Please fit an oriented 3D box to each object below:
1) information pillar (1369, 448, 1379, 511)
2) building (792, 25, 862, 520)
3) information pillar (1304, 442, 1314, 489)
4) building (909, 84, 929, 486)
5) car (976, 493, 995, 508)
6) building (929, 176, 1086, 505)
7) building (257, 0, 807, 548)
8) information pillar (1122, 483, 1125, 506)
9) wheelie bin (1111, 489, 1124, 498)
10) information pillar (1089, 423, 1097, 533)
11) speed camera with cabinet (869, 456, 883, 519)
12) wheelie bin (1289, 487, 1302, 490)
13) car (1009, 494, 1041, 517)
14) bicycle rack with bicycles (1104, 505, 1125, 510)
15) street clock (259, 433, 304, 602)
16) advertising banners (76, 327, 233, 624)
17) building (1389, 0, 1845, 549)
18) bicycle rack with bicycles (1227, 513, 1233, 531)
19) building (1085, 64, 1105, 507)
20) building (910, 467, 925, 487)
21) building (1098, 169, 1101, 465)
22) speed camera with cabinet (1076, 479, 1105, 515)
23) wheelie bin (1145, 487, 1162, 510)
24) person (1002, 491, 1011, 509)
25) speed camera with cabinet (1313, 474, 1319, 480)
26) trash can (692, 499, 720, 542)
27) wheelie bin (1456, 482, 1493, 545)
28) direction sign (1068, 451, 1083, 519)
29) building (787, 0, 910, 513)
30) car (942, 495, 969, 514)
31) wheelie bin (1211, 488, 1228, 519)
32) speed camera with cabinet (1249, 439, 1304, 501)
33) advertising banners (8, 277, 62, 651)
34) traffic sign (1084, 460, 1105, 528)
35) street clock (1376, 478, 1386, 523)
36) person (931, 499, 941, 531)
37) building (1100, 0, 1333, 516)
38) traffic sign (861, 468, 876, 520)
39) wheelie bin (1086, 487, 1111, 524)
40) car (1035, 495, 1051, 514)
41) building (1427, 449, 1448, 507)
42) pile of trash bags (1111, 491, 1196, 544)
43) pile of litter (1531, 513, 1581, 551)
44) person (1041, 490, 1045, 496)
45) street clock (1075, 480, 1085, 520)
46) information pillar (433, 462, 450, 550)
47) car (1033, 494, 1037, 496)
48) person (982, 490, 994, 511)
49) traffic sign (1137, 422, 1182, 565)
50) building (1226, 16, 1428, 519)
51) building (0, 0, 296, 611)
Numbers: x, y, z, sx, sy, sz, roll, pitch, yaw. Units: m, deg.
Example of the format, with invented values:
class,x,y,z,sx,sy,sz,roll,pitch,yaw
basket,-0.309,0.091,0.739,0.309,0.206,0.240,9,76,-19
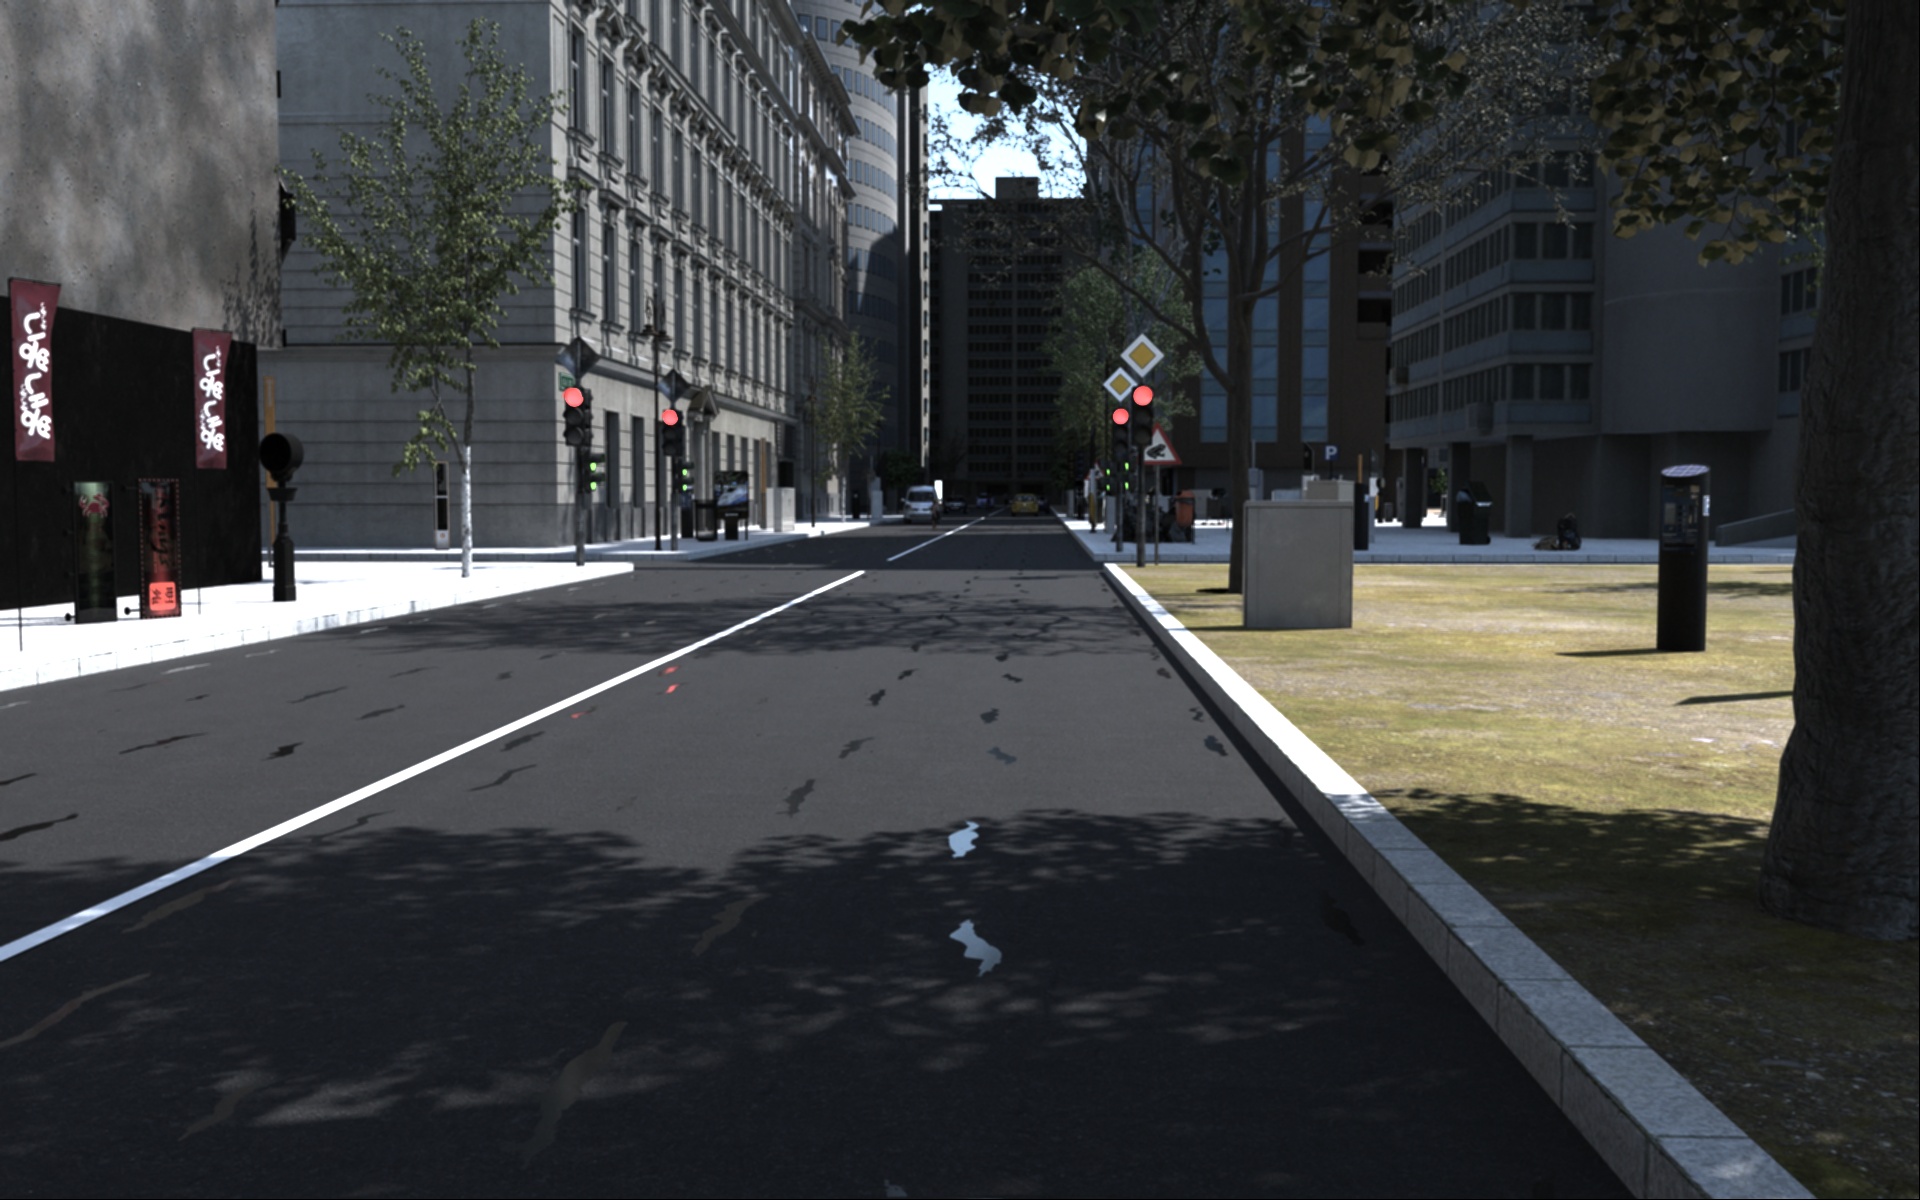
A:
class,x,y,z,sx,sy,sz,roll,pitch,yaw
information pillar,20.900,-5.880,87.497,0.504,3.616,0.183,-1,4,-18
building,-13.456,-18.871,95.929,14.401,28.519,23.554,0,4,3
information pillar,15.619,-5.280,77.678,0.183,3.616,0.504,-3,5,-40
building,-14.297,-33.850,177.157,21.600,48.544,21.300,0,4,3
car,2.617,-10.260,177.336,1.945,1.707,3.694,0,4,4
building,6.952,-31.967,214.534,23.993,40.220,32.217,0,4,3
building,-16.527,-17.480,62.212,17.030,29.872,44.131,0,4,3
information pillar,9.105,-5.703,97.731,0.304,2.012,0.304,2,4,31
wheelie bin,6.978,-4.295,78.124,0.980,1.594,0.693,-3,5,-41
information pillar,4.394,-4.034,57.316,0.183,3.616,0.504,1,4,15
speed camera with cabinet,-4.333,-5.805,89.253,0.660,3.252,2.038,0,4,-6
wheelie bin,14.650,-4.158,75.884,0.980,1.594,0.693,-2,4,-31
car,4.149,-6.137,110.571,2.015,1.641,3.980,0,4,3
bicycle rack with bicycles,9.254,-4.882,93.204,2.852,0.926,2.925,-1,4,-14
street clock,-8.077,-0.984,20.657,0.471,2.002,0.358,1,4,18
advertising banners,-8.269,-1.320,17.774,0.090,3.025,2.074,2,4,26
building,27.466,-22.176,54.458,23.993,40.220,32.217,0,4,3
bicycle rack with bicycles,10.616,-2.806,59.259,2.925,0.926,2.852,-3,4,-38
building,22.934,-38.457,170.768,21.231,58.520,28.212,0,4,3
building,-13.624,-43.636,151.697,20.563,71.187,20.611,0,4,3
building,22.822,-31.936,141.754,23.786,49.044,30.456,0,4,3
speed camera with cabinet,8.023,-6.846,106.274,2.038,3.252,0.660,3,5,45
wheelie bin,8.358,-4.101,74.964,0.693,1.594,0.980,2,4,24
person,4.619,-9.920,171.480,1.217,1.735,0.721,-3,4,-38
speed camera with cabinet,15.206,-5.145,78.451,2.038,3.252,0.660,0,4,-5
trash can,-6.879,-2.159,46.958,0.748,1.137,0.748,0,3,0
wheelie bin,12.968,-2.195,43.798,0.980,1.594,0.693,-2,4,-31
direction sign,6.053,-6.041,90.763,0.876,3.537,0.379,2,4,23
building,-15.247,-35.809,127.472,21.231,58.520,28.212,0,4,3
car,-0.301,-6.948,126.176,1.945,1.354,3.894,0,4,2
wheelie bin,13.370,-4.967,89.118,0.980,1.594,0.693,-2,4,-24
speed camera with cabinet,11.272,-4.164,62.420,2.038,3.252,0.660,1,4,13
advertising banners,-7.809,-1.061,13.535,0.090,3.025,2.074,1,4,18
traffic sign,5.157,-4.015,65.647,0.884,2.594,0.081,1,4,10
street clock,18.527,-4.385,76.269,0.358,2.002,0.471,3,5,42
person,-0.935,-3.341,67.800,0.373,1.253,0.362,2,4,27
building,16.924,-28.723,119.728,14.600,45.320,14.200,0,4,3
traffic sign,-4.501,-5.183,84.845,0.768,2.556,0.104,1,4,12
wheelie bin,5.926,-4.107,75.054,0.980,1.594,0.693,1,4,9
car,5.574,-6.855,124.659,1.945,1.354,3.894,0,4,1
building,51.403,-46.962,206.088,20.611,71.187,20.563,0,4,3
pile of trash bags,5.343,-2.191,45.582,1.912,1.369,3.447,-1,4,-17
pile of litter,13.672,-1.578,39.759,1.176,0.858,1.719,3,5,44
person,7.315,-8.931,154.529,0.705,1.822,1.348,-2,4,-27
street clock,5.997,-5.026,86.745,0.471,2.002,0.358,3,4,39
information pillar,-11.858,-2.146,39.582,0.304,2.012,0.304,-2,4,-25
car,6.899,-9.872,170.203,1.959,1.807,4.718,0,4,3
person,2.387,-8.182,142.958,1.217,1.739,0.721,1,4,14
traffic sign,3.556,-1.913,31.274,0.884,2.594,0.081,0,4,5
building,18.262,-27.270,95.970,14.600,45.320,14.200,0,4,3
building,-18.820,-9.335,20.087,16.811,18.784,16.820,0,4,3
